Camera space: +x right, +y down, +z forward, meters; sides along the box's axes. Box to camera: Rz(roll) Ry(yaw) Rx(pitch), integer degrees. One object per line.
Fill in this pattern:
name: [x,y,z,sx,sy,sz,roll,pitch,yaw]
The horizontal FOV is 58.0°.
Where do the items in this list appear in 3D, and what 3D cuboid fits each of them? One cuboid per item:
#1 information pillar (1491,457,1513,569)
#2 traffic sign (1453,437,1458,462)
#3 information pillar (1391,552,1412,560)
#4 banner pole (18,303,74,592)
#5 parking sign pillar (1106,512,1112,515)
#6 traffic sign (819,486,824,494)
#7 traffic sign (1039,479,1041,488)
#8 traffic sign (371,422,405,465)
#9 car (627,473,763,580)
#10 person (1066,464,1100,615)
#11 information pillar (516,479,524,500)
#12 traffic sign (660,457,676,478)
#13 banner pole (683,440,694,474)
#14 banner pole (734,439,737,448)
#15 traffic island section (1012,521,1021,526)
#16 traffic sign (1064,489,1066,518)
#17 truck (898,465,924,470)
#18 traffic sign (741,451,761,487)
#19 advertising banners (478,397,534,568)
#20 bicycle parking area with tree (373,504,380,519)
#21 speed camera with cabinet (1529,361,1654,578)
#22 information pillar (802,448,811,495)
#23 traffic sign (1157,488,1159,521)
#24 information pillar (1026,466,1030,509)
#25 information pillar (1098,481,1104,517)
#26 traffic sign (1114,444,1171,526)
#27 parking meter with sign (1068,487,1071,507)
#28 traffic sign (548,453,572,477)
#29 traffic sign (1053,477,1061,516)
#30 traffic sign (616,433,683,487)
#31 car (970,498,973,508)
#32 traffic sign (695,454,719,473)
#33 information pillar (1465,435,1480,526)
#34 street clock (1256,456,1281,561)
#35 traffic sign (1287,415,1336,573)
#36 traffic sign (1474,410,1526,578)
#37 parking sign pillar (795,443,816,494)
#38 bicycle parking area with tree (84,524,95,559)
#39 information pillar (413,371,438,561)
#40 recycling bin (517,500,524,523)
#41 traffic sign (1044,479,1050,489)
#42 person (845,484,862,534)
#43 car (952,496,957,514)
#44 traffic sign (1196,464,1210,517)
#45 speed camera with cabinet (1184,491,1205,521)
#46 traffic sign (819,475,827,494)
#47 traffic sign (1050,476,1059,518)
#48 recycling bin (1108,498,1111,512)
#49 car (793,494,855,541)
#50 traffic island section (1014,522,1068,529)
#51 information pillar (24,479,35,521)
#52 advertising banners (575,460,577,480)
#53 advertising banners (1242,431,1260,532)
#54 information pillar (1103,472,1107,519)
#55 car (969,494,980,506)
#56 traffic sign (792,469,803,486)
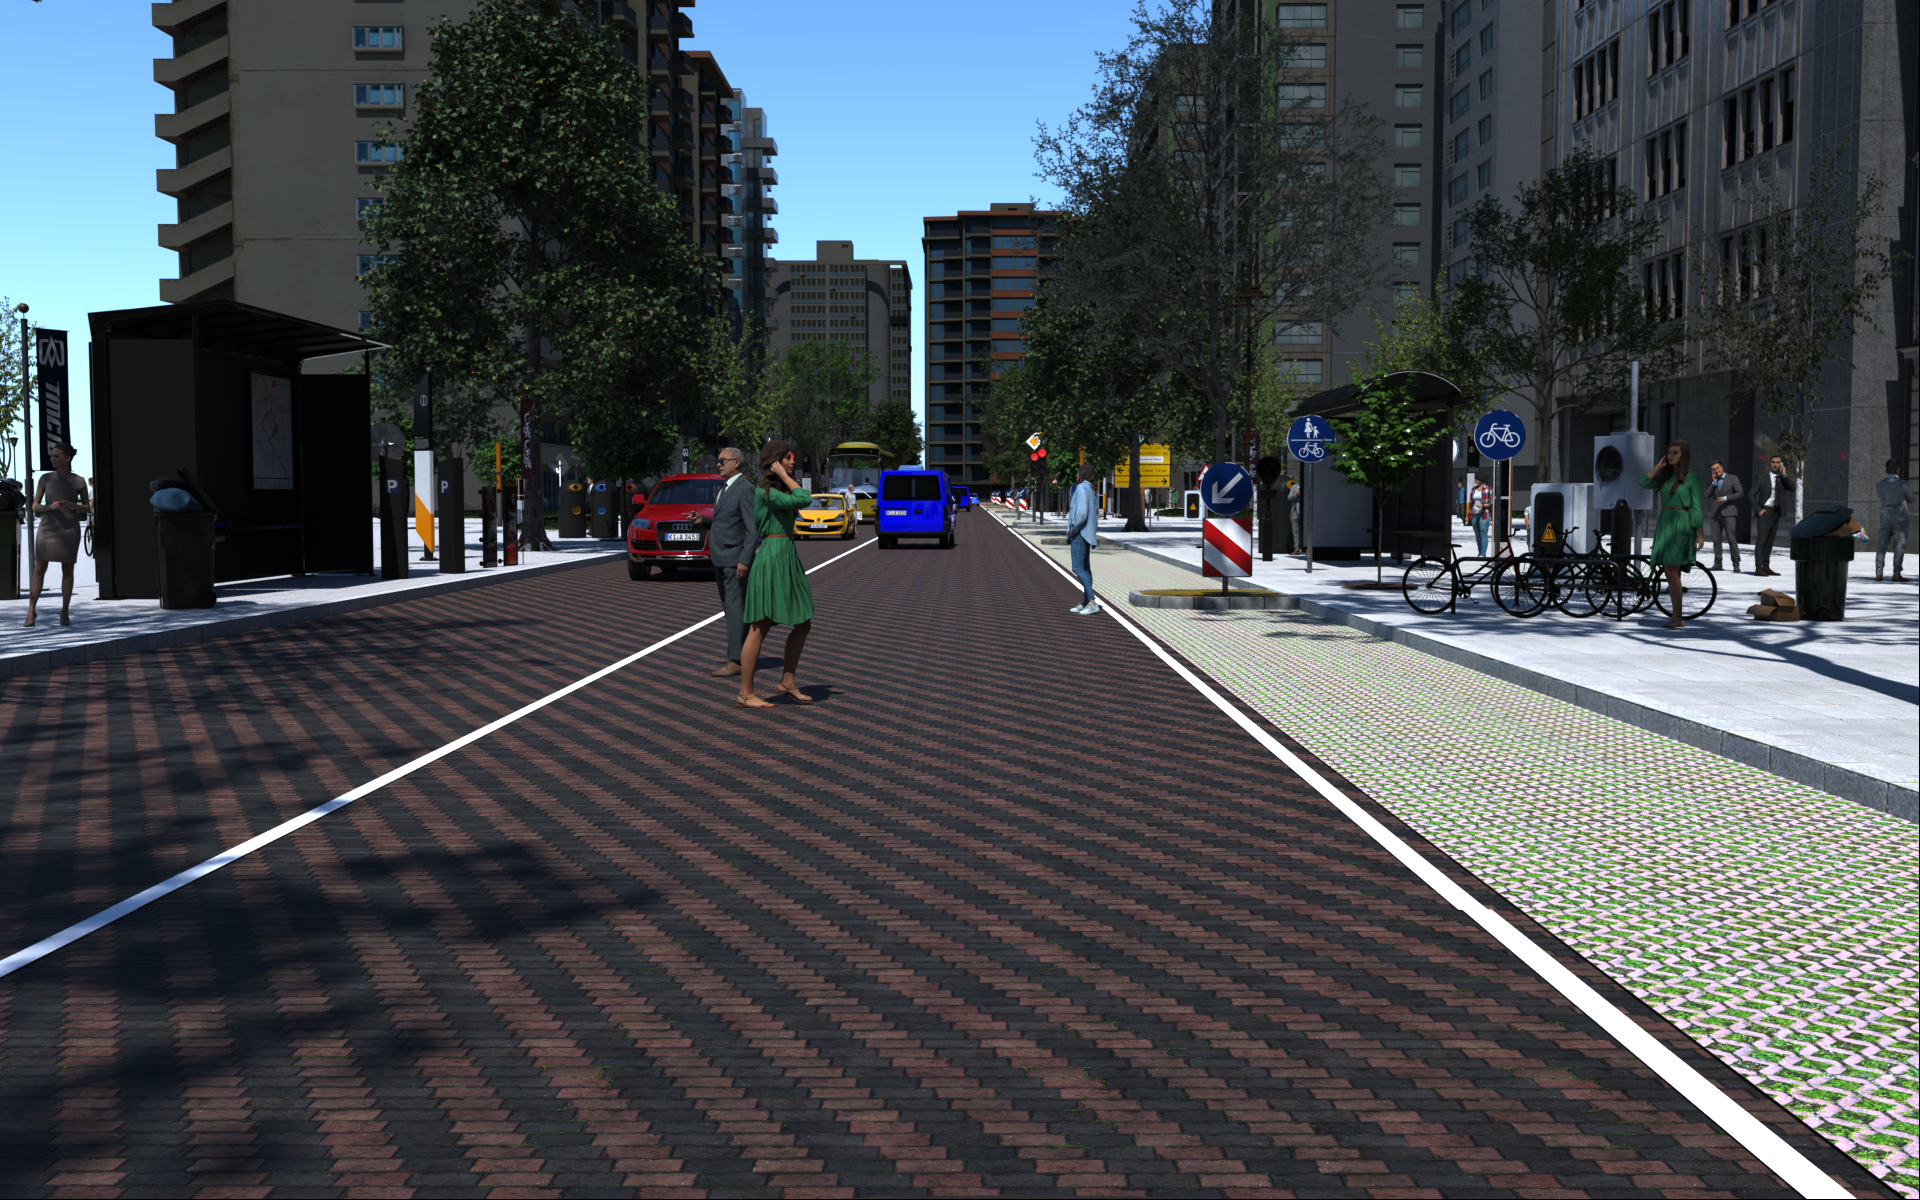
information pillar: [9.301,-1.542,29.710,0.304,2.012,0.304,1,4,22]
traffic sign: [9.650,-2.133,34.977,0.768,2.556,0.104,0,4,7]
information pillar: [8.668,-1.804,33.980,0.304,2.012,0.304,-3,5,-44]
banner pole: [-12.184,-2.020,23.040,0.401,3.779,0.863,2,4,26]
parking sign pillar: [9.409,-7.126,104.984,1.447,3.967,1.447,0,4,4]
traffic sign: [-11.905,-9.061,148.258,0.768,2.556,0.104,1,4,9]
traffic sign: [6.959,-8.983,146.982,0.768,2.556,0.104,0,4,4]
traffic sign: [-10.163,-1.862,30.558,0.768,2.556,0.104,0,4,5]
car: [-4.507,-1.335,30.504,2.281,1.827,5.304,0,4,-1]
person: [1.509,-0.740,20.863,0.793,1.790,0.793,-1,4,-15]
information pillar: [-20.819,-4.744,82.060,0.304,2.012,0.304,-2,4,-34]
traffic sign: [-9.168,-3.273,53.622,0.768,2.556,0.104,0,4,5]
banner pole: [-12.493,-5.477,79.562,0.863,3.779,0.401,-2,4,-32]
banner pole: [-10.283,-5.462,79.313,0.401,3.779,0.863,-1,4,-16]
traffic island section: [3.437,-3.516,79.768,2.009,0.180,2.903,0,4,0]
traffic sign: [5.538,-5.573,91.228,0.768,2.556,0.104,0,4,4]
truck: [-4.608,-10.871,167.497,2.967,4.110,18.799,0,4,0]
traffic sign: [-9.505,-5.426,82.581,2.265,3.308,0.079,1,4,9]
advertising banners: [-8.040,-2.120,30.850,0.090,3.025,2.074,1,4,13]
bicycle parking area with tree: [-33.254,-6.166,87.819,9.016,4.147,8.231,1,4,15]
speed camera with cabinet: [9.634,-1.966,26.487,0.660,3.252,2.038,-1,4,-23]
information pillar: [-7.892,-5.979,89.109,0.504,3.616,0.183,-3,5,-40]
traffic sign: [9.537,-5.091,83.340,0.768,2.556,0.104,1,4,10]
information pillar: [5.731,-9.443,145.752,0.183,3.616,0.504,2,4,25]
information pillar: [7.842,-5.586,95.827,0.304,2.012,0.304,1,4,18]
traffic sign: [7.239,-4.579,68.746,2.265,3.308,0.079,0,4,7]
parking meter with sign: [8.425,-8.307,132.084,0.543,3.016,1.738,2,4,25]
traffic sign: [-12.697,-3.379,54.982,0.795,2.593,0.064,0,4,3]
traffic sign: [5.751,-6.087,99.623,0.768,2.556,0.104,0,4,4]
traffic sign: [-10.399,-3.921,57.981,2.265,3.308,0.079,0,4,3]
car: [0.292,-9.955,174.771,2.014,1.417,4.499,0,3,0]
traffic sign: [-8.051,-3.371,55.222,0.768,2.556,0.104,0,4,1]
information pillar: [20.463,-4.758,69.143,0.504,3.616,0.183,0,4,-4]
street clock: [5.873,-1.740,33.015,0.471,2.002,0.358,0,4,7]
traffic sign: [5.665,-1.706,27.992,0.768,2.556,0.104,1,4,9]
traffic sign: [8.168,-1.601,26.281,0.768,2.556,0.104,0,4,6]
parking sign pillar: [-8.203,-6.264,90.881,1.447,3.967,1.447,0,4,-3]
bicycle parking area with tree: [-19.944,-3.026,36.473,8.231,4.147,9.016,-1,4,-10]
information pillar: [-10.276,-2.561,33.232,0.504,3.616,0.183,3,4,36]
recycling bin: [-17.801,-3.531,70.288,0.722,1.027,0.722,-1,4,-10]
traffic sign: [6.707,-7.977,130.532,0.768,2.556,0.104,0,4,8]
person: [-3.902,-3.261,62.177,0.694,1.780,0.624,-2,4,-29]
car: [-1.158,-7.088,128.251,2.083,1.381,4.827,0,4,1]
traffic sign: [10.234,-4.408,72.073,0.884,2.594,0.081,0,4,4]
speed camera with cabinet: [11.800,-5.421,82.972,2.038,3.252,0.660,2,4,30]
traffic sign: [-9.243,-7.049,115.363,0.768,2.556,0.104,0,4,6]
traffic sign: [5.359,-5.784,94.577,0.884,2.594,0.081,0,4,1]
recycling bin: [9.984,-6.047,111.422,0.722,1.027,0.722,-2,4,-27]
car: [-4.273,-2.717,54.643,2.015,1.641,3.980,0,4,1]
traffic island section: [3.405,-3.028,71.783,2.009,0.180,2.903,0,4,0]
information pillar: [-44.199,-4.758,82.293,0.304,2.012,0.304,2,4,32]
advertising banners: [-15.194,-4.434,68.687,0.090,3.025,2.074,-1,4,-12]
advertising banners: [8.772,-3.164,47.922,2.074,3.025,0.090,2,4,28]
information pillar: [7.357,-5.902,87.860,0.183,3.616,0.504,1,4,12]
car: [1.399,-11.855,203.422,1.945,1.707,3.694,0,4,1]
traffic sign: [-8.330,-5.482,89.743,0.768,2.556,0.104,0,4,7]
